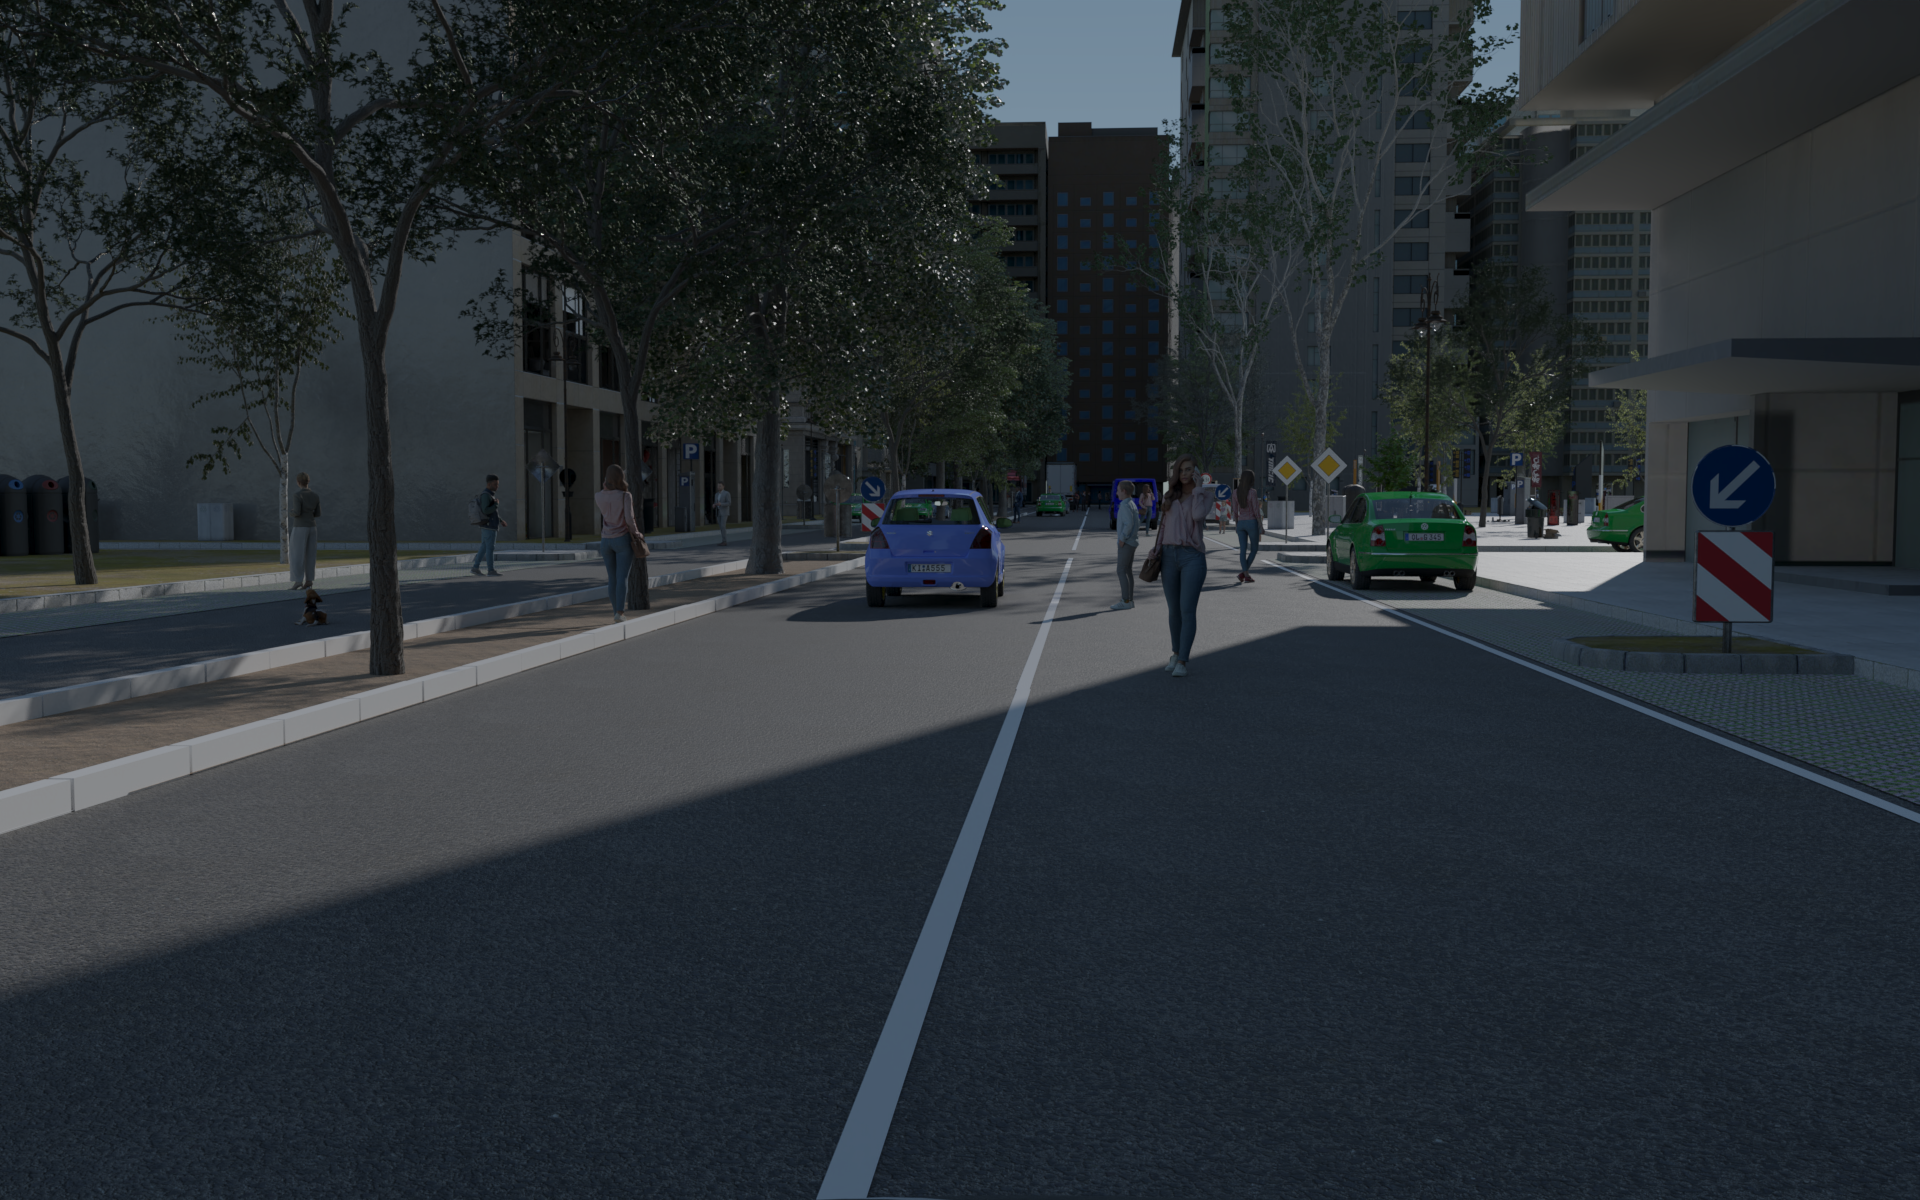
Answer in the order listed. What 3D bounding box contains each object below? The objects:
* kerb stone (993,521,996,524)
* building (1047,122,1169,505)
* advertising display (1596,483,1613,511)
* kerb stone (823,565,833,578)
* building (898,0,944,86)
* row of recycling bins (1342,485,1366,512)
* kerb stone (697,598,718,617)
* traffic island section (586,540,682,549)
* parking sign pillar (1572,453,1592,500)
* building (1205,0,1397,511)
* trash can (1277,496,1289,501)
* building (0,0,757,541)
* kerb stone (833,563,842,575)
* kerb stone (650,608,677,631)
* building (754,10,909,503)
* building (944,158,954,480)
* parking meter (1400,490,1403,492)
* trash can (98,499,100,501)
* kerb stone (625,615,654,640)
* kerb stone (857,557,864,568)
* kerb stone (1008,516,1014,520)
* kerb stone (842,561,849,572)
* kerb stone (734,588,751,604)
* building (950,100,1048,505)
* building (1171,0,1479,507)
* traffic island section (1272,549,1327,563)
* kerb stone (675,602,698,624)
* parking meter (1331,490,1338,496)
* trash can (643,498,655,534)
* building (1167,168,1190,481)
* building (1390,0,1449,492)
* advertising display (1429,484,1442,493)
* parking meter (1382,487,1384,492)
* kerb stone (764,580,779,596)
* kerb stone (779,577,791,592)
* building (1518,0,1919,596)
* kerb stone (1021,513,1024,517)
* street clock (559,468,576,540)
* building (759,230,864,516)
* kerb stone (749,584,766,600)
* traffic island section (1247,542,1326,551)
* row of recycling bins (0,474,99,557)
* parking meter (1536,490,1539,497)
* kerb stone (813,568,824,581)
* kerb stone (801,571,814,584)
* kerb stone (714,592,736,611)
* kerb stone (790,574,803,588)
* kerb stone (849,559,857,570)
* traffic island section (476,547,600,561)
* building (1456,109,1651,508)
[{"bbox_3d":[1.780,-3.744,83.503,0.120,0.150,1.000,0,4,4],"label":"kerb stone"},{"bbox_3d":[17.995,-34.336,211.500,14.200,45.320,14.600,0,4,4],"label":"building"},{"bbox_3d":[36.996,-5.766,99.483,0.123,1.923,0.974,-3,5,-41],"label":"advertising display"},{"bbox_3d":[-2.365,-0.464,29.781,0.120,0.150,1.000,0,4,4],"label":"kerb stone"},{"bbox_3d":[-13.038,-32.958,162.572,21.300,48.544,21.600,0,4,4],"label":"building"},{"bbox_3d":[17.610,-4.319,77.727,1.069,1.692,3.534,1,4,9],"label":"row of recycling bins"},{"bbox_3d":[-3.079,0.106,20.576,0.120,0.150,1.000,0,4,4],"label":"kerb stone"},{"bbox_3d":[-8.612,-1.465,46.236,2.009,0.180,2.903,0,4,4],"label":"traffic island section"},{"bbox_3d":[41.254,-7.734,114.925,1.447,3.967,1.447,-1,4,-20],"label":"parking sign pillar"},{"bbox_3d":[26.366,-27.782,137.837,14.154,41.232,14.086,0,4,4],"label":"building"},{"bbox_3d":[20.512,-6.017,110.039,0.748,1.137,0.748,0,3,0],"label":"trash can"},{"bbox_3d":[-20.394,-15.888,64.286,19.350,26.468,34.151,0,4,4],"label":"building"},{"bbox_3d":[-2.285,-0.526,30.801,0.120,0.150,1.000,0,4,4],"label":"kerb stone"},{"bbox_3d":[-3.237,0.224,18.538,0.120,0.150,1.000,0,4,4],"label":"kerb stone"},{"bbox_3d":[-16.193,-31.628,136.733,23.786,49.044,30.456,0,4,4],"label":"building"},{"bbox_3d":[-7.751,-30.938,189.428,14.086,41.232,14.154,0,4,4],"label":"building"},{"bbox_3d":[28.137,-6.263,110.818,0.372,1.533,0.369,0,3,0],"label":"parking meter"},{"bbox_3d":[-24.106,-2.208,47.748,0.748,1.137,0.748,0,3,0],"label":"trash can"},{"bbox_3d":[-3.308,0.286,17.518,0.120,0.150,1.000,0,4,4],"label":"kerb stone"},{"bbox_3d":[-2.051,-0.706,33.870,0.120,0.150,1.000,0,4,4],"label":"kerb stone"},{"bbox_3d":[2.968,-4.682,98.852,0.120,0.150,1.000,0,4,4],"label":"kerb stone"},{"bbox_3d":[-2.209,-0.581,31.821,0.120,0.150,1.000,0,4,4],"label":"kerb stone"},{"bbox_3d":[-2.923,-0.026,22.623,0.120,0.150,1.000,0,4,4],"label":"kerb stone"},{"bbox_3d":[0.419,-36.243,216.274,21.600,48.544,21.300,0,4,4],"label":"building"},{"bbox_3d":[36.725,-36.061,178.833,28.713,52.752,27.495,0,4,4],"label":"building"},{"bbox_3d":[7.863,-0.897,36.954,2.009,0.180,2.903,0,4,4],"label":"traffic island section"},{"bbox_3d":[-3.156,0.161,19.557,0.120,0.150,1.000,0,4,4],"label":"kerb stone"},{"bbox_3d":[22.484,-5.847,104.007,0.372,1.533,0.369,0,3,0],"label":"parking meter"},{"bbox_3d":[-10.248,-2.724,56.186,0.748,1.137,0.748,0,3,0],"label":"trash can"},{"bbox_3d":[32.321,-32.185,209.815,14.086,41.232,14.154,0,4,4],"label":"building"},{"bbox_3d":[30.944,-43.787,154.169,20.563,71.187,20.611,0,4,4],"label":"building"},{"bbox_3d":[30.131,-6.399,109.843,0.974,1.923,0.123,-1,4,-22],"label":"advertising display"},{"bbox_3d":[26.827,-6.355,109.620,0.399,1.863,0.255,0,4,6],"label":"parking meter"},{"bbox_3d":[-2.762,-0.150,24.670,0.120,0.150,1.000,0,4,4],"label":"kerb stone"},{"bbox_3d":[-2.687,-0.208,25.689,0.120,0.150,1.000,0,4,4],"label":"kerb stone"},{"bbox_3d":[23.111,-26.246,18.354,28.713,52.752,27.495,0,4,4],"label":"building"},{"bbox_3d":[3.831,-5.374,110.086,0.120,0.150,1.000,0,4,4],"label":"kerb stone"},{"bbox_3d":[-10.979,-2.688,48.514,0.471,2.002,0.358,-1,4,-15],"label":"street clock"},{"bbox_3d":[-13.307,-15.313,101.271,10.553,20.767,40.483,0,4,4],"label":"building"},{"bbox_3d":[-2.844,-0.088,23.642,0.120,0.150,1.000,0,4,4],"label":"kerb stone"},{"bbox_3d":[8.479,-1.384,44.916,2.009,0.180,2.903,0,4,4],"label":"traffic island section"},{"bbox_3d":[-19.623,-1.782,36.241,1.069,1.692,3.534,1,4,18],"label":"row of recycling bins"},{"bbox_3d":[34.179,-5.782,102.951,0.372,1.533,0.369,0,3,0],"label":"parking meter"},{"bbox_3d":[-2.440,-0.401,28.758,0.120,0.150,1.000,0,4,4],"label":"kerb stone"},{"bbox_3d":[-2.524,-0.339,27.739,0.120,0.150,1.000,0,4,4],"label":"kerb stone"},{"bbox_3d":[-2.991,0.039,21.604,0.120,0.150,1.000,0,4,4],"label":"kerb stone"},{"bbox_3d":[-2.606,-0.274,26.718,0.120,0.150,1.000,0,4,4],"label":"kerb stone"},{"bbox_3d":[-2.128,-0.651,32.845,0.120,0.150,1.000,0,4,4],"label":"kerb stone"},{"bbox_3d":[-9.227,-0.978,38.275,2.009,0.180,2.903,0,4,4],"label":"traffic island section"},{"bbox_3d":[63.046,-29.512,174.410,23.993,40.220,32.217,0,4,4],"label":"building"}]
